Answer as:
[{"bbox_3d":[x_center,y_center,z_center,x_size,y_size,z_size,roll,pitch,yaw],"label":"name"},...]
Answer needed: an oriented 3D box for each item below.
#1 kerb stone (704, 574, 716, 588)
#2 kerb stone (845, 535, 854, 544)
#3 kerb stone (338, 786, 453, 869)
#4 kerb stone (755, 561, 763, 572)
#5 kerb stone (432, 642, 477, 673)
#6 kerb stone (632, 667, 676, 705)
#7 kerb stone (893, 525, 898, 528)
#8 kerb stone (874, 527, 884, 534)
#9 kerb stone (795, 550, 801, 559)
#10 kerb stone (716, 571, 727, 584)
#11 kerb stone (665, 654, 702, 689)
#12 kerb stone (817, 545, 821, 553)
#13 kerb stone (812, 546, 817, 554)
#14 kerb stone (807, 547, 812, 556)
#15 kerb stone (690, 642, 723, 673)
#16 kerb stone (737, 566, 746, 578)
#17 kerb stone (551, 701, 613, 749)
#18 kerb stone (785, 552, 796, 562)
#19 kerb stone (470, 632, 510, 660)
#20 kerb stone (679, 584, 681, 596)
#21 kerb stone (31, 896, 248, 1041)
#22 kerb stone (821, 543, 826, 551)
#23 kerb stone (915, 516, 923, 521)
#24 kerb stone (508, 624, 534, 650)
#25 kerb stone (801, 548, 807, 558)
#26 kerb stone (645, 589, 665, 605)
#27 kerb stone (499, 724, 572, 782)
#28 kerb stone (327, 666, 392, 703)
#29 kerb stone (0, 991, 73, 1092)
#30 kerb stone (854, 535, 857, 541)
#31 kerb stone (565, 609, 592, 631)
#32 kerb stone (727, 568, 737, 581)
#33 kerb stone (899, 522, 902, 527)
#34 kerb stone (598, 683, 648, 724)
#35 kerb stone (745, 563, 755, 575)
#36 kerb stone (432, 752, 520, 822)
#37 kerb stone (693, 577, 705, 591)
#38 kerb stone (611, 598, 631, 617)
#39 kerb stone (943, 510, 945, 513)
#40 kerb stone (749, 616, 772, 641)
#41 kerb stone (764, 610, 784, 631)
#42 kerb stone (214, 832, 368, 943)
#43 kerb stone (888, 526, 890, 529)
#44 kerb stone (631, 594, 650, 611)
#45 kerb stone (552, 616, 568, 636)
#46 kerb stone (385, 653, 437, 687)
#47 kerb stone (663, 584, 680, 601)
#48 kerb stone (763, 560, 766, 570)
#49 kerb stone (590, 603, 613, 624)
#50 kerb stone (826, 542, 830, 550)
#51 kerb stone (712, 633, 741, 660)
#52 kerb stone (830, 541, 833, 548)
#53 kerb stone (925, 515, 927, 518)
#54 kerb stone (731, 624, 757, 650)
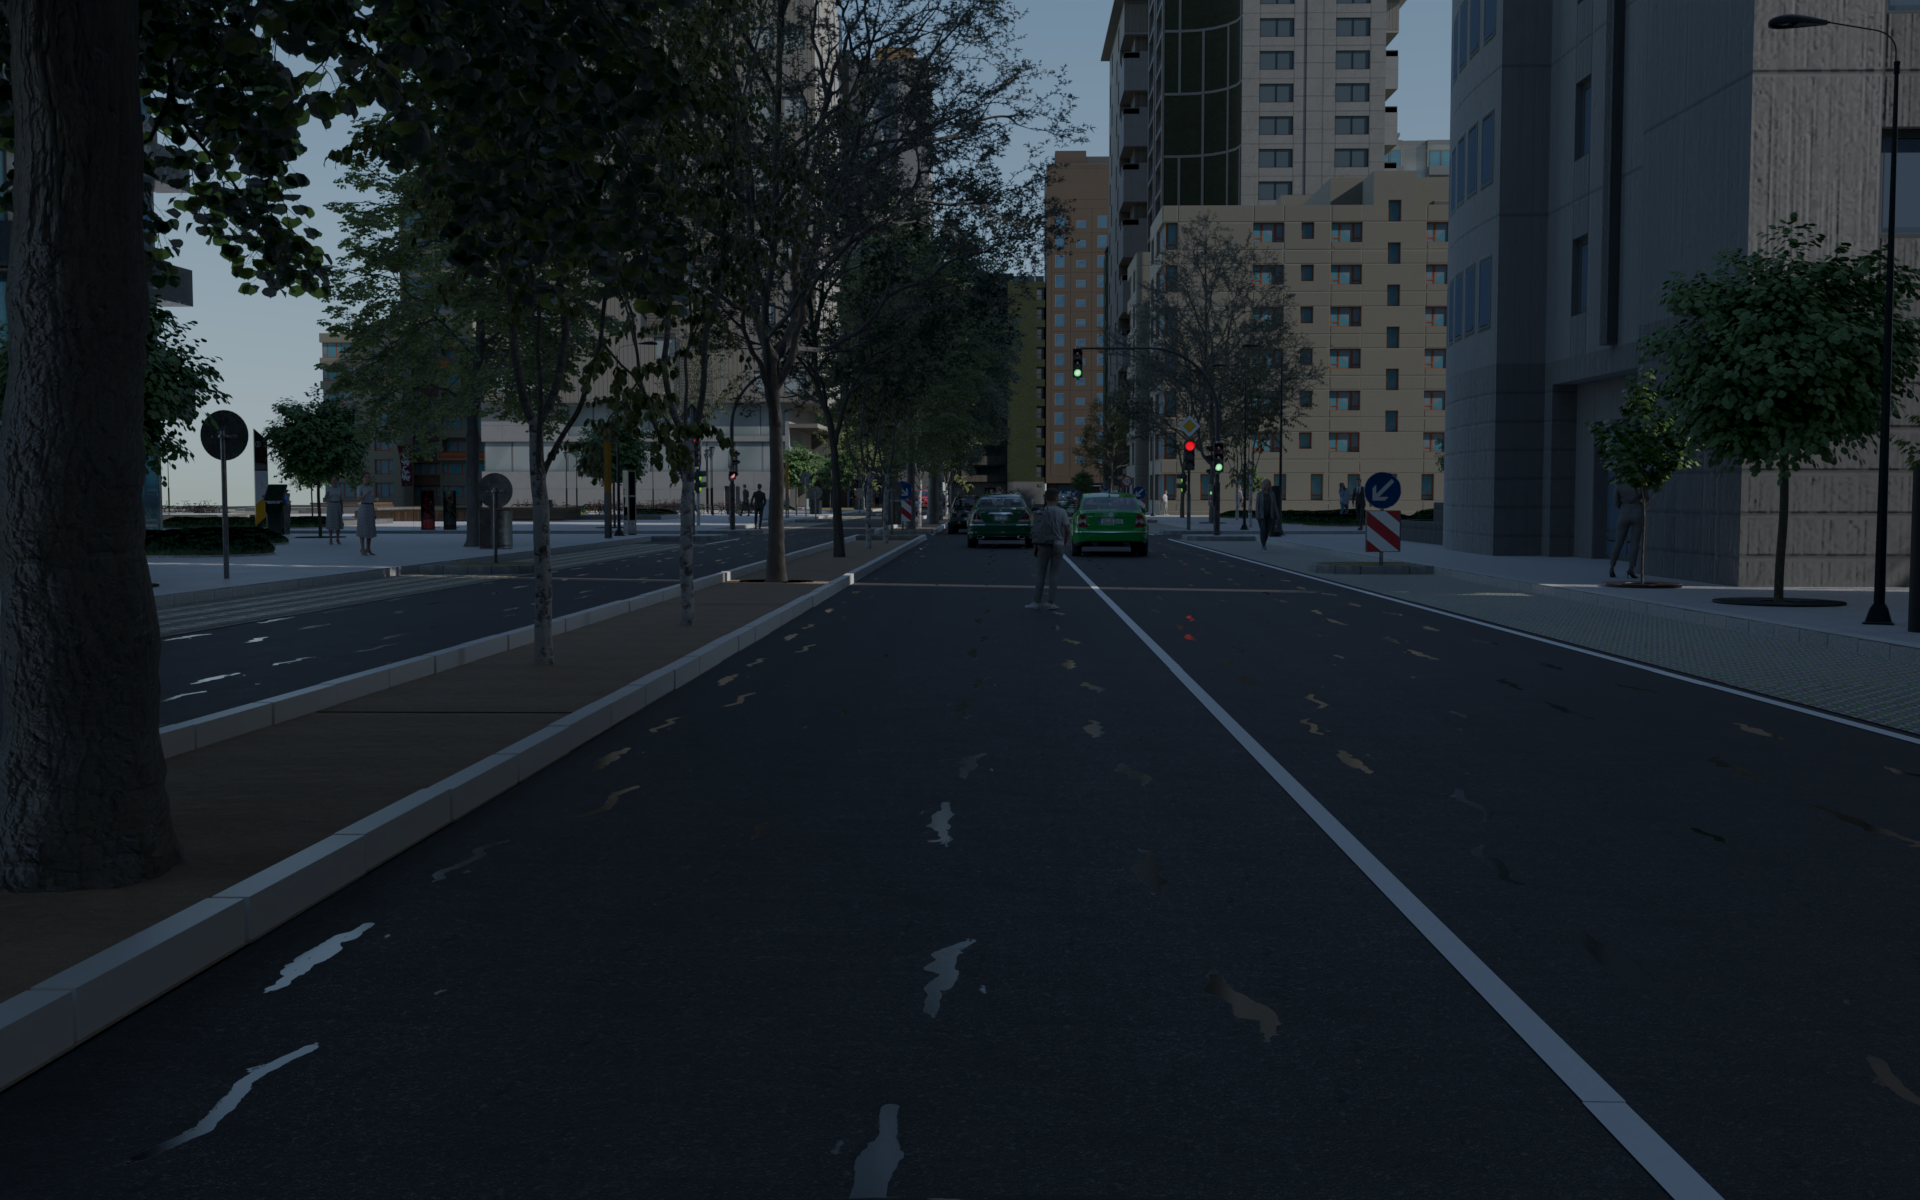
[{"bbox_3d":[-3.916,-0.267,26.560,0.120,0.150,1.000,0,4,1],"label":"kerb stone"},{"bbox_3d":[-3.317,-1.774,51.204,0.120,0.150,1.000,0,4,1],"label":"kerb stone"},{"bbox_3d":[-2.292,0.927,7.043,0.120,0.150,1.000,0,4,1],"label":"kerb stone"},{"bbox_3d":[-3.784,-0.581,31.694,0.120,0.150,1.000,0,4,1],"label":"kerb stone"},{"bbox_3d":[-4.210,0.485,14.267,0.120,0.150,1.000,0,4,1],"label":"kerb stone"},{"bbox_3d":[-2.166,0.614,12.174,0.120,0.150,1.000,0,4,1],"label":"kerb stone"},{"bbox_3d":[-2.794,-3.060,72.229,0.120,0.150,1.000,0,4,1],"label":"kerb stone"},{"bbox_3d":[-2.996,-2.559,64.036,0.120,0.150,1.000,0,4,1],"label":"kerb stone"},{"bbox_3d":[-3.644,-0.959,37.877,0.120,0.150,1.000,0,4,1],"label":"kerb stone"},{"bbox_3d":[-3.888,-0.330,27.594,0.120,0.150,1.000,0,4,1],"label":"kerb stone"},{"bbox_3d":[-2.134,0.553,13.203,0.120,0.150,1.000,0,4,1],"label":"kerb stone"},{"bbox_3d":[-3.532,-1.210,41.974,0.120,0.150,1.000,0,4,1],"label":"kerb stone"},{"bbox_3d":[-3.558,-1.147,40.952,0.120,0.150,1.000,0,4,1],"label":"kerb stone"},{"bbox_3d":[-3.581,-1.084,39.925,0.120,0.150,1.000,0,4,1],"label":"kerb stone"},{"bbox_3d":[-2.109,0.488,14.224,0.120,0.150,1.000,0,4,1],"label":"kerb stone"},{"bbox_3d":[-3.833,-0.454,29.648,0.120,0.150,1.000,0,4,1],"label":"kerb stone"},{"bbox_3d":[-2.214,0.739,10.124,0.120,0.150,1.000,0,4,1],"label":"kerb stone"},{"bbox_3d":[-3.663,-0.891,36.849,0.120,0.150,1.000,0,4,1],"label":"kerb stone"},{"bbox_3d":[-4.198,0.422,15.288,0.120,0.150,1.000,0,4,1],"label":"kerb stone"},{"bbox_3d":[-3.957,-0.141,24.504,0.120,0.150,1.000,0,4,1],"label":"kerb stone"},{"bbox_3d":[-2.342,1.052,5.000,0.120,0.150,1.000,0,4,1],"label":"kerb stone"},{"bbox_3d":[-3.513,-1.273,43.002,0.120,0.150,1.000,0,4,1],"label":"kerb stone"},{"bbox_3d":[-2.239,-4.442,94.828,0.120,0.150,1.000,0,4,1],"label":"kerb stone"},{"bbox_3d":[-4.161,0.361,16.310,0.120,0.150,1.000,0,4,1],"label":"kerb stone"},{"bbox_3d":[-3.613,-1.022,38.903,0.120,0.150,1.000,0,4,1],"label":"kerb stone"},{"bbox_3d":[-4.012,-0.013,22.461,0.120,0.150,1.000,0,4,1],"label":"kerb stone"},{"bbox_3d":[-2.234,0.805,9.099,0.120,0.150,1.000,0,4,1],"label":"kerb stone"},{"bbox_3d":[-4.265,0.610,12.219,0.120,0.150,1.000,0,4,1],"label":"kerb stone"},{"bbox_3d":[-2.364,1.114,3.978,0.120,0.150,1.000,0,4,1],"label":"kerb stone"},{"bbox_3d":[-3.282,-1.835,52.226,0.120,0.150,1.000,0,4,1],"label":"kerb stone"},{"bbox_3d":[-4.109,0.234,18.368,0.120,0.150,1.000,0,4,1],"label":"kerb stone"},{"bbox_3d":[-3.864,-0.393,28.616,0.120,0.150,1.000,0,4,1],"label":"kerb stone"},{"bbox_3d":[-2.726,-3.242,75.317,0.120,0.150,1.000,0,4,1],"label":"kerb stone"},{"bbox_3d":[-2.190,0.680,11.146,0.120,0.150,1.000,0,4,1],"label":"kerb stone"},{"bbox_3d":[-3.816,-0.518,30.672,0.120,0.150,1.000,0,4,1],"label":"kerb stone"},{"bbox_3d":[-2.261,0.869,8.065,0.120,0.150,1.000,0,4,1],"label":"kerb stone"},{"bbox_3d":[-3.937,-0.200,25.533,0.120,0.150,1.000,0,4,1],"label":"kerb stone"},{"bbox_3d":[-4.071,0.109,20.412,0.120,0.150,1.000,0,4,1],"label":"kerb stone"},{"bbox_3d":[-1.238,-6.952,135.867,0.120,0.150,1.000,0,4,1],"label":"kerb stone"},{"bbox_3d":[-2.030,0.300,17.299,0.120,0.150,1.000,0,4,1],"label":"kerb stone"},{"bbox_3d":[-2.011,0.237,18.327,0.120,0.150,1.000,0,4,1],"label":"kerb stone"},{"bbox_3d":[-2.311,0.989,6.021,0.120,0.150,1.000,0,4,1],"label":"kerb stone"},{"bbox_3d":[-2.918,-2.746,67.106,0.120,0.150,1.000,0,4,1],"label":"kerb stone"},{"bbox_3d":[-4.034,0.056,21.438,0.120,0.150,1.000,0,4,1],"label":"kerb stone"},{"bbox_3d":[-4.140,0.299,17.339,0.120,0.150,1.000,0,4,1],"label":"kerb stone"},{"bbox_3d":[-4.243,0.550,13.241,0.120,0.150,1.000,0,4,1],"label":"kerb stone"},{"bbox_3d":[-3.982,-0.078,23.482,0.120,0.150,1.000,0,4,1],"label":"kerb stone"},{"bbox_3d":[-3.759,-0.644,32.717,0.120,0.150,1.000,0,4,1],"label":"kerb stone"},{"bbox_3d":[-4.090,0.172,19.390,0.120,0.150,1.000,0,4,1],"label":"kerb stone"},{"bbox_3d":[-3.485,-1.335,44.031,0.120,0.150,1.000,0,4,1],"label":"kerb stone"},{"bbox_3d":[-2.090,0.425,15.254,0.120,0.150,1.000,0,4,1],"label":"kerb stone"},{"bbox_3d":[-3.461,-1.398,45.054,0.120,0.150,1.000,0,4,1],"label":"kerb stone"},{"bbox_3d":[-2.075,-4.879,102.013,0.120,0.150,1.000,0,4,1],"label":"kerb stone"},{"bbox_3d":[-2.059,0.364,16.277,0.120,0.150,1.000,0,4,1],"label":"kerb stone"}]
